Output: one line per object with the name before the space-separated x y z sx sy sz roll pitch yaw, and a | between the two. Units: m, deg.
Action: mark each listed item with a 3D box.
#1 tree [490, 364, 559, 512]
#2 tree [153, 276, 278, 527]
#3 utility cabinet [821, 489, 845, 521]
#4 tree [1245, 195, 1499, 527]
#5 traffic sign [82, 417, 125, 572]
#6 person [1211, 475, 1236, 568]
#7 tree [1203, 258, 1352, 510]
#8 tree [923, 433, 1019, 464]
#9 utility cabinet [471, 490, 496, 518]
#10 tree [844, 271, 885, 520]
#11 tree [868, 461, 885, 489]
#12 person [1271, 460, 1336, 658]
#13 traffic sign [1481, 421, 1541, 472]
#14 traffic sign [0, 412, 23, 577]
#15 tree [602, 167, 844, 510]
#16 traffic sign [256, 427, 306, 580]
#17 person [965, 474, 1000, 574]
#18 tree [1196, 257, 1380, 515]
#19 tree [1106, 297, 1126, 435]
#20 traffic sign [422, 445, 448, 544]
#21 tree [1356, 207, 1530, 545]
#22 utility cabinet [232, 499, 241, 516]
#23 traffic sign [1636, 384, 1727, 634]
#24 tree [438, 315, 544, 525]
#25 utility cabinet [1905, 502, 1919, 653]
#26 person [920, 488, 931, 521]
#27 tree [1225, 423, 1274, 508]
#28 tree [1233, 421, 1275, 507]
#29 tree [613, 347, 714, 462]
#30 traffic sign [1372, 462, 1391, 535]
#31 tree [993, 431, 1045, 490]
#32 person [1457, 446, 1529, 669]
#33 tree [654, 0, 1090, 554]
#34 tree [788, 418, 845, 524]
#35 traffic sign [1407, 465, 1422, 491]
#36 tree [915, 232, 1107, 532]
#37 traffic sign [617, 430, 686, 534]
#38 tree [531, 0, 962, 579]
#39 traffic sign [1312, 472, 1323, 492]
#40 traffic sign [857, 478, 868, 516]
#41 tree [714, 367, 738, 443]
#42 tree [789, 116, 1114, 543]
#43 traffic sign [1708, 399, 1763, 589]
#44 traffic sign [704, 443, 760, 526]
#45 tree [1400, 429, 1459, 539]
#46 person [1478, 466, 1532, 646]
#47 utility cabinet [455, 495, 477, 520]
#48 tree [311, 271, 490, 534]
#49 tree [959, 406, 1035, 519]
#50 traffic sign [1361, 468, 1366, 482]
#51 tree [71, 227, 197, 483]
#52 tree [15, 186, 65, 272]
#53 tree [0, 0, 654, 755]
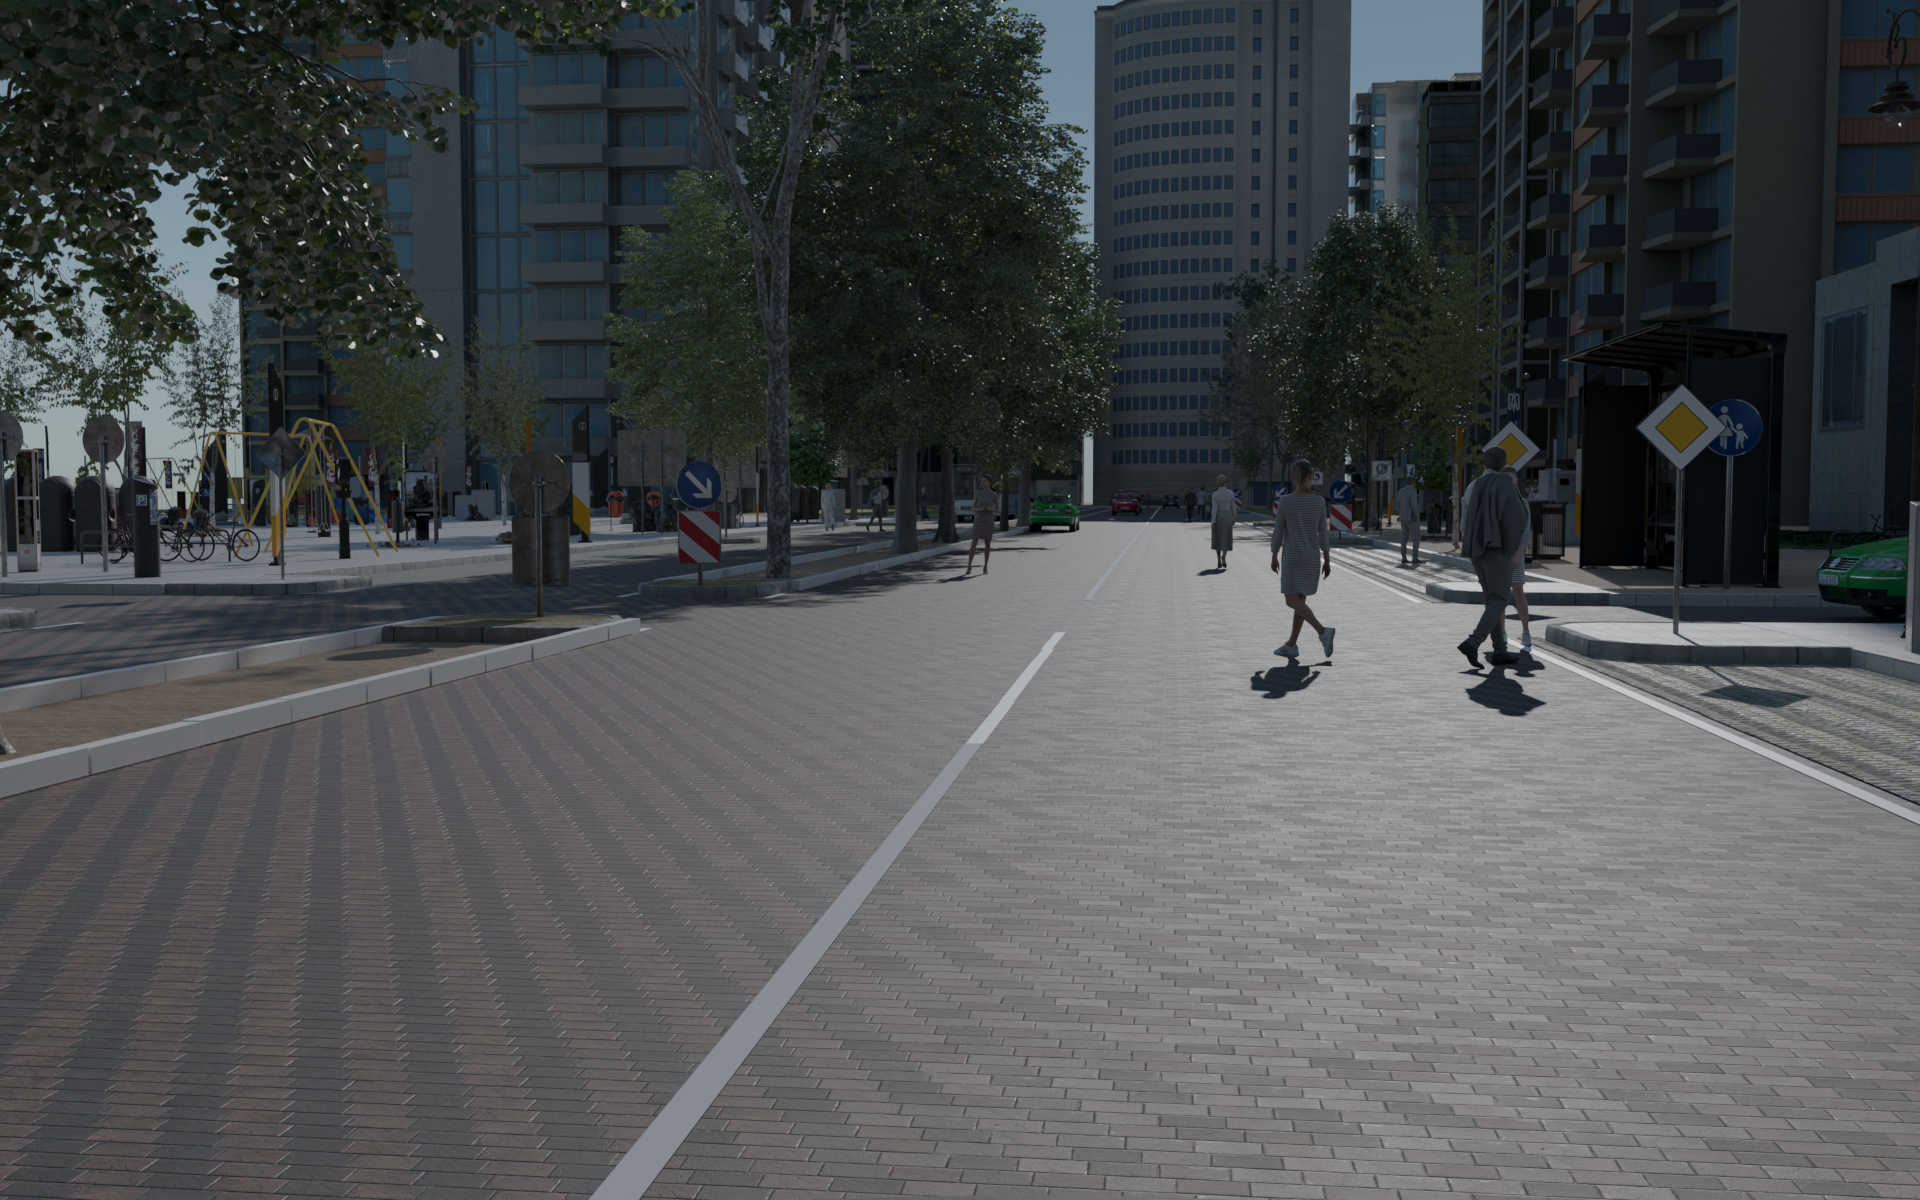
tree | -24.785 -9.003 97.565 4.737 8.622 4.395 0 3 0
tree | -25.524 -6.648 59.061 4.360 8.622 3.978 0 3 0
utility cabinet | -5.895 -4.391 80.473 1.173 1.500 0.318 2 4 31
tree | 15.942 -9.177 67.060 9.611 12.733 9.660 0 3 0
traffic sign | -14.098 -1.737 28.508 0.768 2.556 0.104 1 4 10
person | 5.078 -1.511 33.436 0.478 1.798 0.641 1 4 13
tree | 25.453 -17.197 137.055 12.611 20.169 13.585 0 3 0
tree | 1.920 -14.218 142.839 12.009 13.543 11.850 0 3 0
utility cabinet | -25.278 -5.089 91.891 1.173 1.500 0.318 0 4 1
tree | -5.309 -10.258 85.840 7.486 12.596 7.792 0 3 0
tree | -4.281 -8.966 96.958 4.360 8.622 3.978 0 3 0
person | 3.034 -0.362 15.175 0.466 1.731 0.760 -3 4 -38
traffic sign | 7.542 -1.232 23.794 0.795 2.450 0.064 0 4 7
traffic sign | -14.809 -1.631 26.776 0.768 2.556 0.104 1 4 14
tree | -8.889 -8.750 61.188 7.486 12.596 7.792 0 3 0
traffic sign | -10.170 -1.365 25.957 0.795 2.450 0.064 0 4 7
person | 0.403 -1.352 30.942 0.599 1.781 0.374 0 4 5
tree | 18.154 -10.912 88.774 12.009 13.543 11.850 0 3 0
tree | 2.810 -10.206 75.973 9.857 13.997 8.962 0 3 0
traffic sign | -13.551 -2.727 44.690 0.768 2.556 0.104 1 4 17
tree | 12.390 -5.703 43.602 4.737 8.622 4.395 0 3 0
utility cabinet | -42.765 -5.733 102.413 0.318 1.500 1.173 -1 4 -12
traffic sign | 6.579 -0.748 15.867 0.795 2.450 0.064 0 4 7
tree | -18.722 -7.335 70.294 4.360 8.622 3.978 0 3 0
utility cabinet | 8.212 -0.168 13.913 1.020 1.237 0.306 1 4 19
person | -1.841 -4.960 90.011 0.534 1.772 0.576 -3 5 -40
tree | 26.723 -12.789 159.462 4.737 8.622 4.395 0 3 0
tree | 28.266 -13.275 167.403 4.360 8.622 3.978 0 3 0
tree | -15.120 -8.211 84.612 4.360 8.622 3.978 0 3 0
traffic sign | 13.023 -3.144 53.536 0.606 2.300 0.079 1 4 8
tree | 3.161 -7.983 83.341 4.360 8.622 3.978 0 3 0
person | 4.427 -0.352 14.353 0.850 1.850 0.679 -2 4 -34
tree | -1.321 -8.065 40.970 9.857 13.997 8.962 0 3 0
tree | -6.607 -5.555 74.540 4.285 4.588 4.351 0 3 0
traffic sign | 15.703 -3.523 59.733 0.606 2.300 0.079 1 4 16
tree | 1.783 -8.417 65.836 9.928 11.665 9.643 0 3 0
traffic sign | -9.833 -3.754 55.251 2.265 3.308 0.079 1 4 9
tree | -4.175 -10.482 29.731 12.611 20.169 13.585 0 3 0
traffic sign | 16.116 -4.668 78.449 0.606 2.300 0.079 1 4 12
traffic sign | -5.699 -6.164 100.782 0.884 2.594 0.081 1 4 9
tree | -13.964 -8.830 94.726 4.360 8.622 3.978 0 3 0
tree | -0.374 -8.032 50.781 9.611 12.733 9.660 0 3 0
traffic sign | 10.351 -1.419 23.308 0.768 2.556 0.104 1 4 15
traffic sign | -9.068 -4.585 68.831 2.265 3.308 0.079 1 4 11
tree | 13.887 -3.409 50.344 1.663 3.219 1.824 0 3 0
person | 5.238 -0.434 16.592 0.512 1.701 0.522 1 4 23
utility cabinet | -24.464 -4.564 85.789 1.020 1.237 0.306 0 4 -3
tree | -18.316 -6.395 54.923 4.737 8.622 4.395 0 3 0
tree | 0.565 -6.470 58.603 4.737 8.622 4.395 0 3 0
traffic sign | 19.192 -4.958 81.161 0.768 2.556 0.104 1 4 11
tree | -22.720 -5.876 46.441 4.737 8.622 4.395 0 3 0
tree | -19.416 -5.048 32.904 4.360 8.622 3.978 0 3 0
tree | -5.546 -6.110 9.010 9.857 13.997 8.962 0 3 0
